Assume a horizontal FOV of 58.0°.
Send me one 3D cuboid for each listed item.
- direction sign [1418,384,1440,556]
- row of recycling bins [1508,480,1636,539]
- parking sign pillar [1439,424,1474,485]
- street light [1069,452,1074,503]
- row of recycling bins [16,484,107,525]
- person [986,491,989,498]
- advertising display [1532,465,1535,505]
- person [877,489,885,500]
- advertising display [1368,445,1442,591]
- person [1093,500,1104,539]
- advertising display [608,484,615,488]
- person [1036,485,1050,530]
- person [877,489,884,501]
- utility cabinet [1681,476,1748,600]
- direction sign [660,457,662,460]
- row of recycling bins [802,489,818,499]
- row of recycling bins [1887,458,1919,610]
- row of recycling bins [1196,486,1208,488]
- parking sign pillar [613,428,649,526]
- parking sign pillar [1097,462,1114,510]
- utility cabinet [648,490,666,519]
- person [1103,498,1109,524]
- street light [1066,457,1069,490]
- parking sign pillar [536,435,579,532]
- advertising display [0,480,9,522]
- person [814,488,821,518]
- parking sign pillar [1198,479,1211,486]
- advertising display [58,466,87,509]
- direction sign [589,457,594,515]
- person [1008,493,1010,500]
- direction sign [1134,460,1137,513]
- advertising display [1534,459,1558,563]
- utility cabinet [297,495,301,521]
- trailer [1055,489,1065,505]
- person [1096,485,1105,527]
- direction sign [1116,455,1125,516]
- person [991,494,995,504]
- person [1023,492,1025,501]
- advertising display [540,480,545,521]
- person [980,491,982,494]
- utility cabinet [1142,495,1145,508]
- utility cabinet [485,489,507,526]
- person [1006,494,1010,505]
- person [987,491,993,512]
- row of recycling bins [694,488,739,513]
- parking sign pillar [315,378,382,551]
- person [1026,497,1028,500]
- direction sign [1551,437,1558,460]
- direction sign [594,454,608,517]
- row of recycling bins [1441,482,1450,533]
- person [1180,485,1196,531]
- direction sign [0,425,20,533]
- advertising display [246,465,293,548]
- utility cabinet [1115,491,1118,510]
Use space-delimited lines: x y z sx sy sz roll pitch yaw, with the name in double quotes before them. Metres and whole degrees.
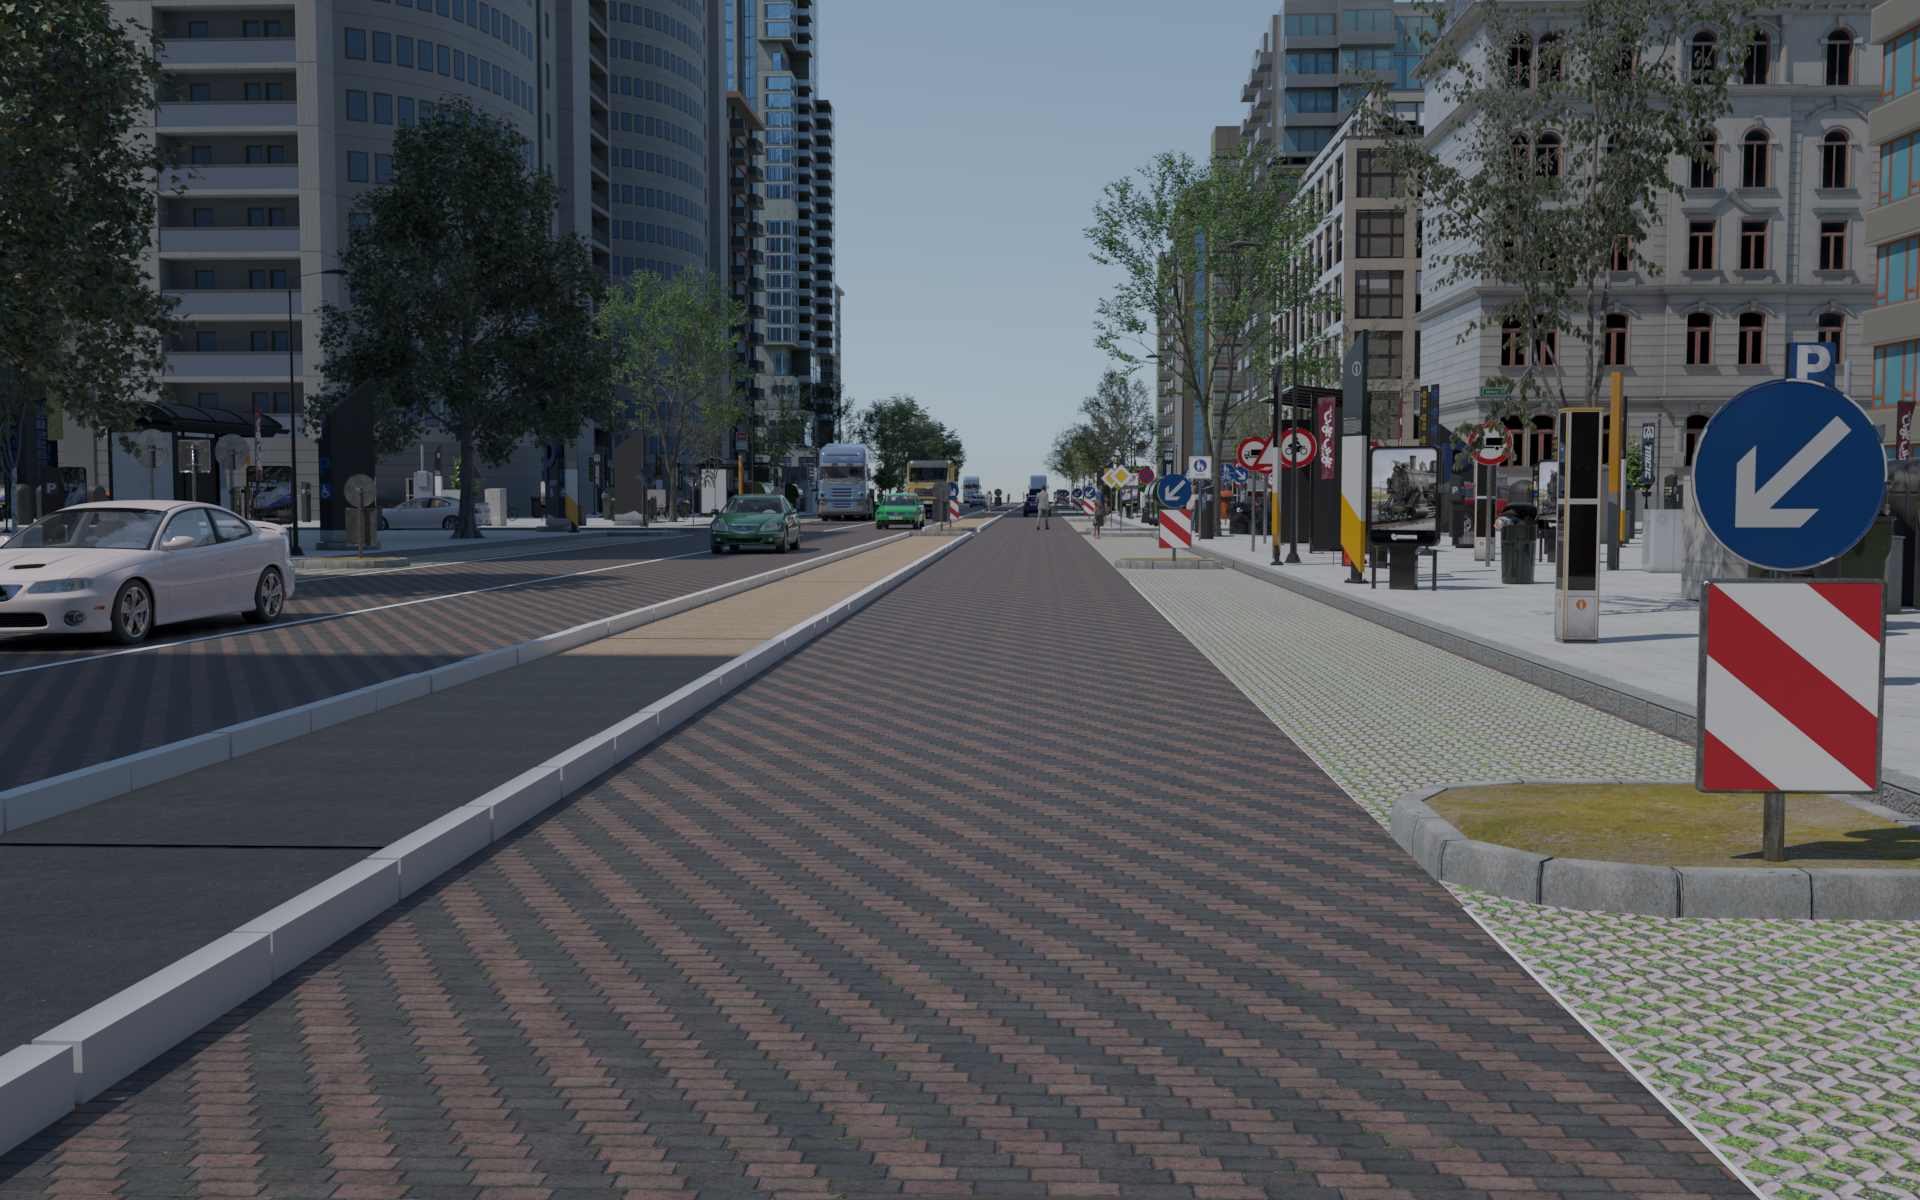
"direction sign" 9.737 -2.692 36.012 0.379 3.537 0.876 -1 4 -9
"row of recycling bins" 17.536 -2.608 49.748 3.534 1.692 1.069 0 4 2
"parking sign pillar" 18.969 -4.757 66.256 1.447 3.967 1.447 -1 4 -10
"street light" 13.030 -13.372 191.177 1.470 5.913 1.316 0 4 3
"row of recycling bins" -37.362 -3.961 71.869 3.534 1.692 1.069 -1 4 -22
"person" 3.740 -13.384 227.192 0.599 1.838 0.709 -1 4 -19
"advertising display" 12.592 -1.928 36.737 0.123 1.923 0.974 -3 5 -40
"person" -6.525 -8.337 144.770 1.348 1.831 0.705 3 5 43
"advertising display" 5.941 -1.097 23.150 0.974 1.923 0.123 3 4 37
"person" 4.399 -2.553 54.913 0.362 1.253 0.373 -2 4 -27
"advertising display" -23.251 -6.766 115.842 0.123 1.923 0.974 3 5 43
"person" 3.317 -3.711 69.443 0.678 1.792 0.850 2 4 29
"person" -5.671 -7.033 123.834 0.599 1.781 0.374 0 4 -6
"utility cabinet" 8.935 -0.722 20.483 0.318 1.500 1.173 0 4 1
"direction sign" -18.118 -6.906 104.911 0.379 3.537 0.876 0 4 -1
"row of recycling bins" -11.459 -7.633 131.910 3.534 1.692 1.069 -2 4 -28
"row of recycling bins" 11.182 -0.809 20.332 1.069 1.692 3.534 1 4 10
"row of recycling bins" 11.848 -5.111 90.673 3.534 1.692 1.069 -2 4 -23
"parking sign pillar" -13.411 -5.022 70.585 1.447 3.967 1.447 1 4 18
"parking sign pillar" 11.706 -9.227 139.330 1.447 3.967 1.447 0 4 7
"utility cabinet" -15.673 -4.887 88.589 1.173 1.500 0.318 -1 4 -17
"person" 6.838 -4.159 81.161 0.373 1.253 0.362 0 4 -6
"street light" 14.114 -14.993 217.668 1.470 5.913 1.316 0 4 3
"parking sign pillar" -13.822 -4.338 59.398 1.447 3.967 1.447 -2 4 -33
"advertising display" -44.498 -4.588 80.227 0.974 1.923 0.123 1 4 16
"person" -8.472 -5.829 104.206 0.661 1.777 0.834 1 4 21
"parking sign pillar" 15.439 -7.279 107.484 1.447 3.967 1.447 0 4 -6
"advertising display" -20.898 -2.178 40.829 0.123 1.923 0.974 0 4 4
"direction sign" -22.701 -7.063 107.481 0.379 3.537 0.876 2 4 28
"person" 7.781 -16.032 272.096 0.415 1.643 0.593 -1 4 -16
"direction sign" 11.773 -7.600 116.259 0.379 3.537 0.876 1 4 12
"advertising display" 11.101 -1.650 32.196 0.123 1.923 0.974 -1 4 -22
"utility cabinet" -31.895 -4.405 83.177 0.306 1.237 1.020 -2 4 -31
"trailer" 12.036 -12.232 207.043 1.471 1.999 3.904 0 4 1
"person" 5.725 -3.783 70.542 0.419 1.800 0.721 -1 4 -8
"direction sign" 9.365 -6.676 101.146 0.379 3.537 0.876 -2 4 -26
"person" 4.694 -15.461 261.989 1.217 1.736 0.721 -1 4 -12
"person" 10.434 -16.617 281.009 0.721 1.723 1.217 0 4 1
"advertising display" -19.151 -4.635 80.999 0.974 1.923 0.123 0 4 4
"person" 2.904 -14.166 240.106 0.705 1.826 1.348 -1 4 -21
"utility cabinet" 9.221 -4.391 82.955 1.020 1.237 0.306 3 4 39
"utility cabinet" -18.595 -3.711 69.349 0.318 1.500 1.173 -3 5 -44
"person" 6.513 -13.712 235.957 1.065 1.426 0.557 3 5 45
"person" 2.320 -7.751 136.227 0.522 1.701 0.512 -2 4 -24
"row of recycling bins" -16.259 -6.705 116.747 3.534 1.692 1.069 -2 4 -29
"parking sign pillar" -14.114 -3.143 39.858 1.447 3.967 1.447 2 4 27
"person" 10.342 -15.717 266.945 0.415 1.643 0.593 2 4 26
"direction sign" 23.655 -4.672 68.386 0.379 3.537 0.876 -2 4 -24
"direction sign" -20.317 -6.529 98.750 0.379 3.537 0.876 -3 5 -41
"row of recycling bins" 15.054 -3.115 58.050 3.534 1.692 1.069 1 4 22
"person" 8.071 -3.162 60.875 0.731 1.740 0.598 0 4 5
"direction sign" -31.440 -3.977 57.027 0.876 3.537 0.379 -1 4 -20
"advertising display" -15.616 -2.079 39.209 0.974 1.923 0.123 -2 4 -30
"utility cabinet" 12.789 -8.101 141.127 0.318 1.500 1.173 -1 4 -15
